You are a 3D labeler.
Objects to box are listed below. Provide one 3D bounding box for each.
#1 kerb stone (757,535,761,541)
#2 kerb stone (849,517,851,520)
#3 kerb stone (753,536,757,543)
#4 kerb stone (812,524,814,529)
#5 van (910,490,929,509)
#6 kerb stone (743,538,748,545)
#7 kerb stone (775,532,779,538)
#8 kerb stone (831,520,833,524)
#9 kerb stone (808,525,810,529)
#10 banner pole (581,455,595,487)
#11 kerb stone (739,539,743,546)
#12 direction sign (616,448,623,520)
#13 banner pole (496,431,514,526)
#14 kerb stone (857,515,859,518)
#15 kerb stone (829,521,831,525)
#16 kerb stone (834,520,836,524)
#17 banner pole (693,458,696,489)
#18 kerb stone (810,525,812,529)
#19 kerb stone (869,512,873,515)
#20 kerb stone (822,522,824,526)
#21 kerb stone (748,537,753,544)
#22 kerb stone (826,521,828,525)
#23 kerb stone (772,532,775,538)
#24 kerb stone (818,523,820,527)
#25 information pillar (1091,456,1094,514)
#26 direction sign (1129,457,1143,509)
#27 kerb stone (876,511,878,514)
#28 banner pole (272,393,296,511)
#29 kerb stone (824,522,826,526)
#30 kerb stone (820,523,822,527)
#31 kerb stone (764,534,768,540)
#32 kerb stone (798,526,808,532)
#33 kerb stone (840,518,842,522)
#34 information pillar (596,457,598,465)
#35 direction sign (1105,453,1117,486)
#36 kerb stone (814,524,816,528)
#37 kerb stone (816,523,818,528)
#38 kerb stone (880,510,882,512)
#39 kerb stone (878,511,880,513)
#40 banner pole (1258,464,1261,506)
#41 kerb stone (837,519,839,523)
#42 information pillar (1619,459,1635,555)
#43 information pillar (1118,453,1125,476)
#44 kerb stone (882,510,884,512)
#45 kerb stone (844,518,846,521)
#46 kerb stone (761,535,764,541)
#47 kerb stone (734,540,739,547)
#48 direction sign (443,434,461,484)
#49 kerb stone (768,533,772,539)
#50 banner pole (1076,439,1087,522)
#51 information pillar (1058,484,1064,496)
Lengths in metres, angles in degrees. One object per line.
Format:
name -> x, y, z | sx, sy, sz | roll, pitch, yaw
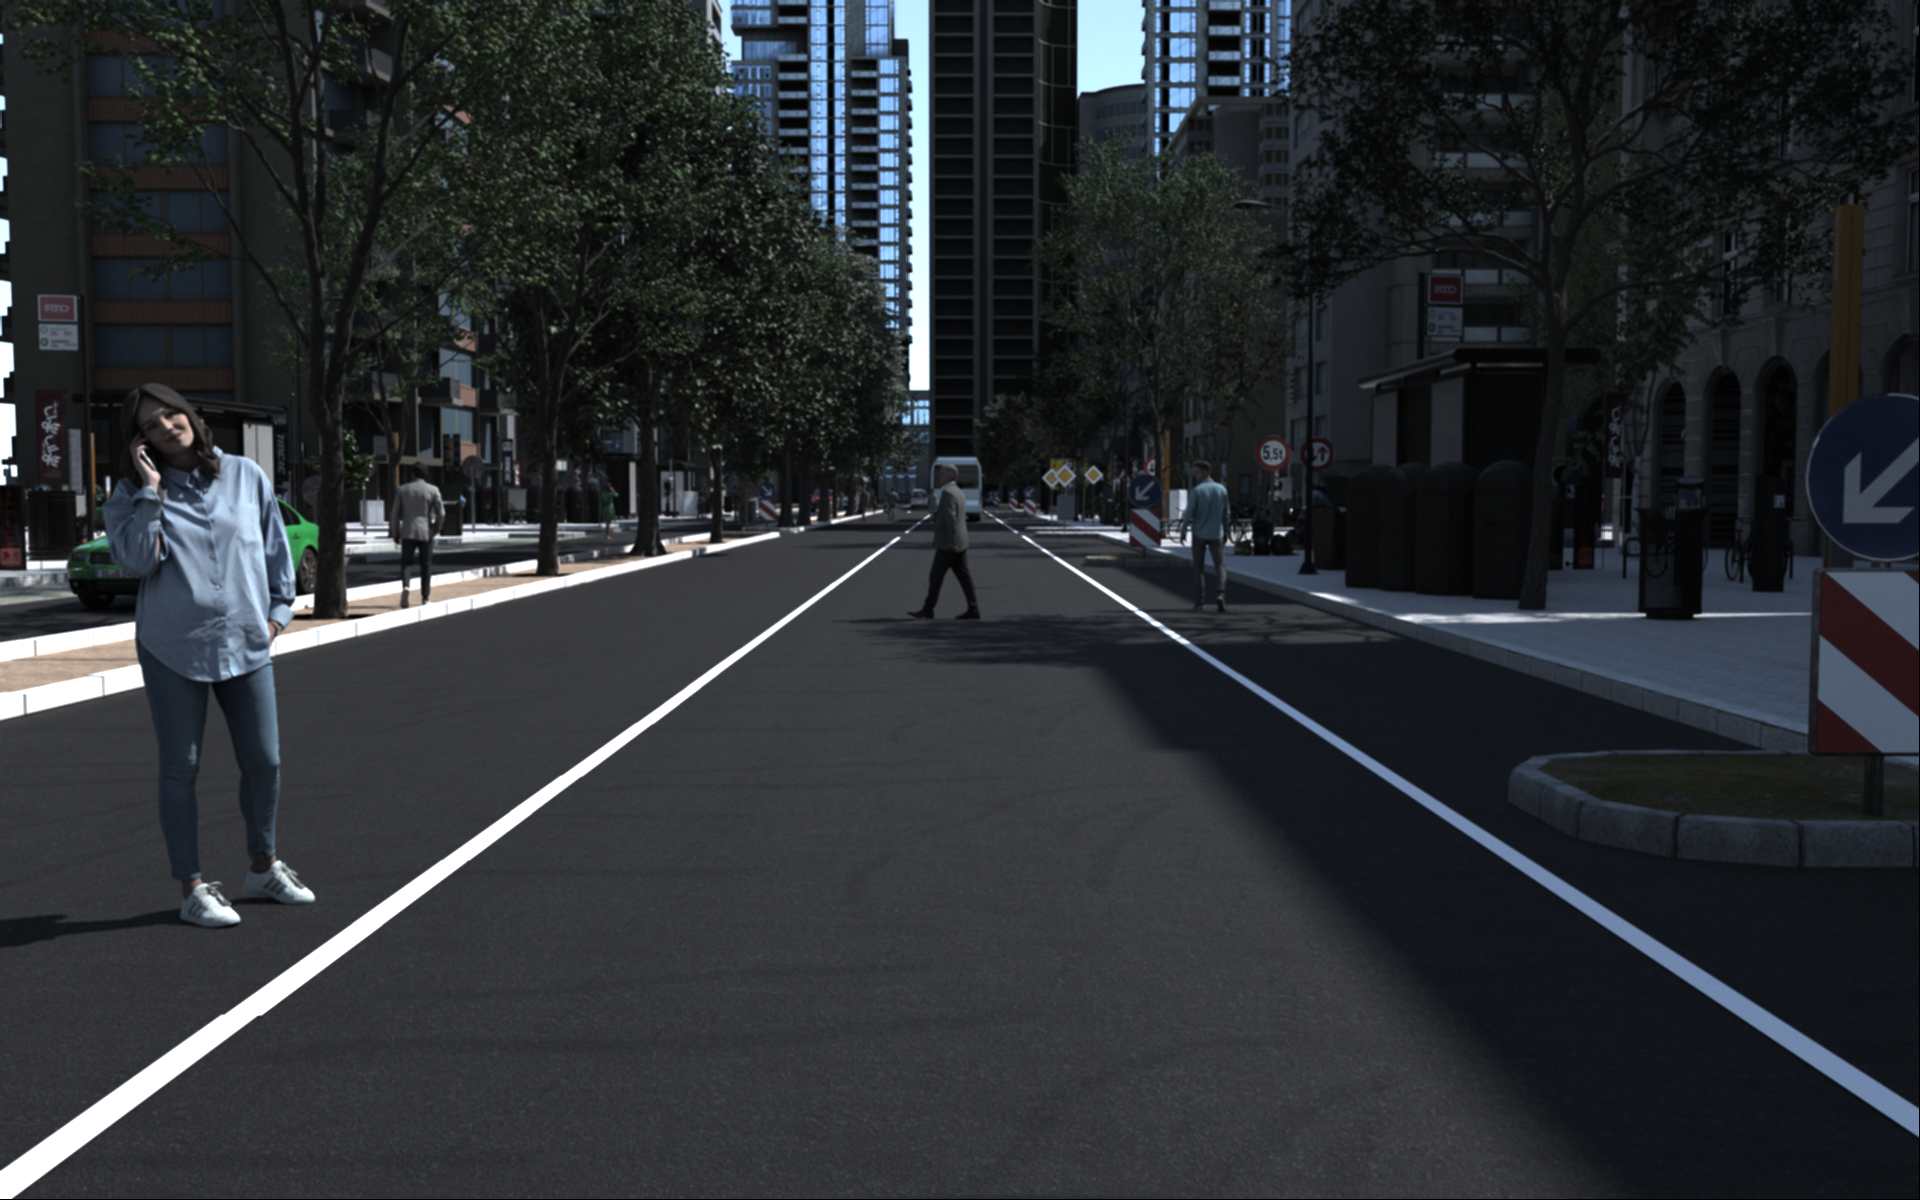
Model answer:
kerb stone -> -6.138, -1.804, 51.695 | 0.120, 0.150, 1.000 | 0, 3, 0
kerb stone -> -6.177, -4.408, 94.269 | 0.120, 0.150, 1.000 | 0, 3, 0
kerb stone -> -6.142, -1.739, 50.673 | 0.120, 0.150, 1.000 | 0, 3, 0
kerb stone -> -6.164, -2.964, 70.675 | 0.120, 0.150, 1.000 | 0, 3, 0
van -> -3.847, -9.689, 165.423 | 2.013, 2.044, 4.112 | 0, 4, 1
kerb stone -> -6.143, -1.616, 48.629 | 0.120, 0.150, 1.000 | 0, 3, 0
kerb stone -> -6.146, -2.117, 56.809 | 0.120, 0.150, 1.000 | 0, 3, 0
kerb stone -> -6.169, -3.593, 80.941 | 0.120, 0.150, 1.000 | 0, 3, 0
kerb stone -> -6.160, -2.835, 68.623 | 0.120, 0.150, 1.000 | 0, 3, 0
banner pole -> -17.964, -5.713, 83.423 | 0.863, 3.779, 0.401 | -1, 4, -22
kerb stone -> -6.145, -1.554, 47.605 | 0.120, 0.150, 1.000 | 0, 3, 0
direction sign -> -16.665, -5.660, 84.537 | 0.379, 3.537, 0.876 | -1, 4, -11
banner pole -> -18.125, -4.823, 68.871 | 0.863, 3.779, 0.401 | -3, 4, -37
kerb stone -> -6.185, -4.909, 102.458 | 0.120, 0.150, 1.000 | 0, 3, 0
kerb stone -> -6.166, -3.530, 79.910 | 0.120, 0.150, 1.000 | 0, 3, 0
kerb stone -> -6.166, -3.718, 82.988 | 0.120, 0.150, 1.000 | 0, 3, 0
banner pole -> -18.303, -7.904, 119.253 | 0.401, 3.779, 0.863 | 0, 4, 6
kerb stone -> -6.164, -2.902, 69.647 | 0.120, 0.150, 1.000 | 0, 3, 0
kerb stone -> -6.193, -5.851, 117.852 | 0.120, 0.150, 1.000 | 0, 3, 0
kerb stone -> -6.166, -3.279, 75.815 | 0.120, 0.150, 1.000 | 0, 3, 0
kerb stone -> -6.140, -1.679, 49.651 | 0.120, 0.150, 1.000 | 0, 3, 0
kerb stone -> -6.158, -3.398, 77.861 | 0.120, 0.150, 1.000 | 0, 3, 0
kerb stone -> -6.143, -2.055, 55.787 | 0.120, 0.150, 1.000 | 0, 3, 0
kerb stone -> -6.165, -3.153, 73.750 | 0.120, 0.150, 1.000 | 0, 3, 0
information pillar -> 8.173, -7.084, 107.174 | 0.183, 3.616, 0.504 | 0, 4, -7
direction sign -> 10.687, -6.936, 105.404 | 0.876, 3.537, 0.379 | -1, 4, -11
kerb stone -> -6.204, -6.290, 125.034 | 0.120, 0.150, 1.000 | 0, 3, 0
banner pole -> -16.787, -3.251, 43.167 | 0.863, 3.779, 0.401 | 1, 4, 21
kerb stone -> -6.165, -3.342, 76.838 | 0.120, 0.150, 1.000 | 0, 3, 0
kerb stone -> -6.160, -3.214, 74.785 | 0.120, 0.150, 1.000 | 0, 3, 0
kerb stone -> -6.148, -1.927, 53.743 | 0.120, 0.150, 1.000 | 0, 3, 0
kerb stone -> -6.152, -2.777, 67.599 | 0.120, 0.150, 1.000 | 0, 3, 0
kerb stone -> -6.174, -3.970, 87.097 | 0.120, 0.150, 1.000 | 0, 3, 0
information pillar -> -22.718, -7.114, 107.663 | 0.504, 3.616, 0.183 | -1, 4, -19
direction sign -> 8.448, -6.410, 96.795 | 0.876, 3.537, 0.379 | -3, 4, -38
kerb stone -> -6.154, -3.025, 71.698 | 0.120, 0.150, 1.000 | 0, 3, 0
kerb stone -> -6.149, -3.088, 72.727 | 0.120, 0.150, 1.000 | 0, 3, 0
kerb stone -> -6.217, -6.729, 132.217 | 0.120, 0.150, 1.000 | 0, 3, 0
kerb stone -> -6.206, -6.475, 128.108 | 0.120, 0.150, 1.000 | 0, 3, 0
banner pole -> 16.904, -6.592, 97.802 | 0.401, 3.779, 0.863 | 0, 4, -3
kerb stone -> -6.169, -3.844, 85.045 | 0.120, 0.150, 1.000 | 0, 3, 0
information pillar -> 14.103, -1.959, 36.523 | 0.304, 2.012, 0.304 | 1, 4, 9
information pillar -> 9.179, -6.536, 98.224 | 0.504, 3.616, 0.183 | 3, 4, 36
kerb stone -> -6.204, -6.850, 134.268 | 0.120, 0.150, 1.000 | 0, 3, 0
kerb stone -> -6.176, -4.151, 90.175 | 0.120, 0.150, 1.000 | 0, 3, 0
kerb stone -> -6.149, -1.867, 52.720 | 0.120, 0.150, 1.000 | 0, 3, 0
kerb stone -> -6.143, -1.490, 46.584 | 0.120, 0.150, 1.000 | 0, 3, 0
direction sign -> -19.177, -4.489, 65.395 | 0.876, 3.537, 0.379 | 2, 4, 29
kerb stone -> -6.150, -1.990, 54.765 | 0.120, 0.150, 1.000 | 0, 3, 0
banner pole -> 5.533, -5.477, 79.564 | 0.401, 3.779, 0.863 | -2, 4, -28
information pillar -> 5.503, -5.423, 93.157 | 0.304, 2.012, 0.304 | -2, 4, -35
